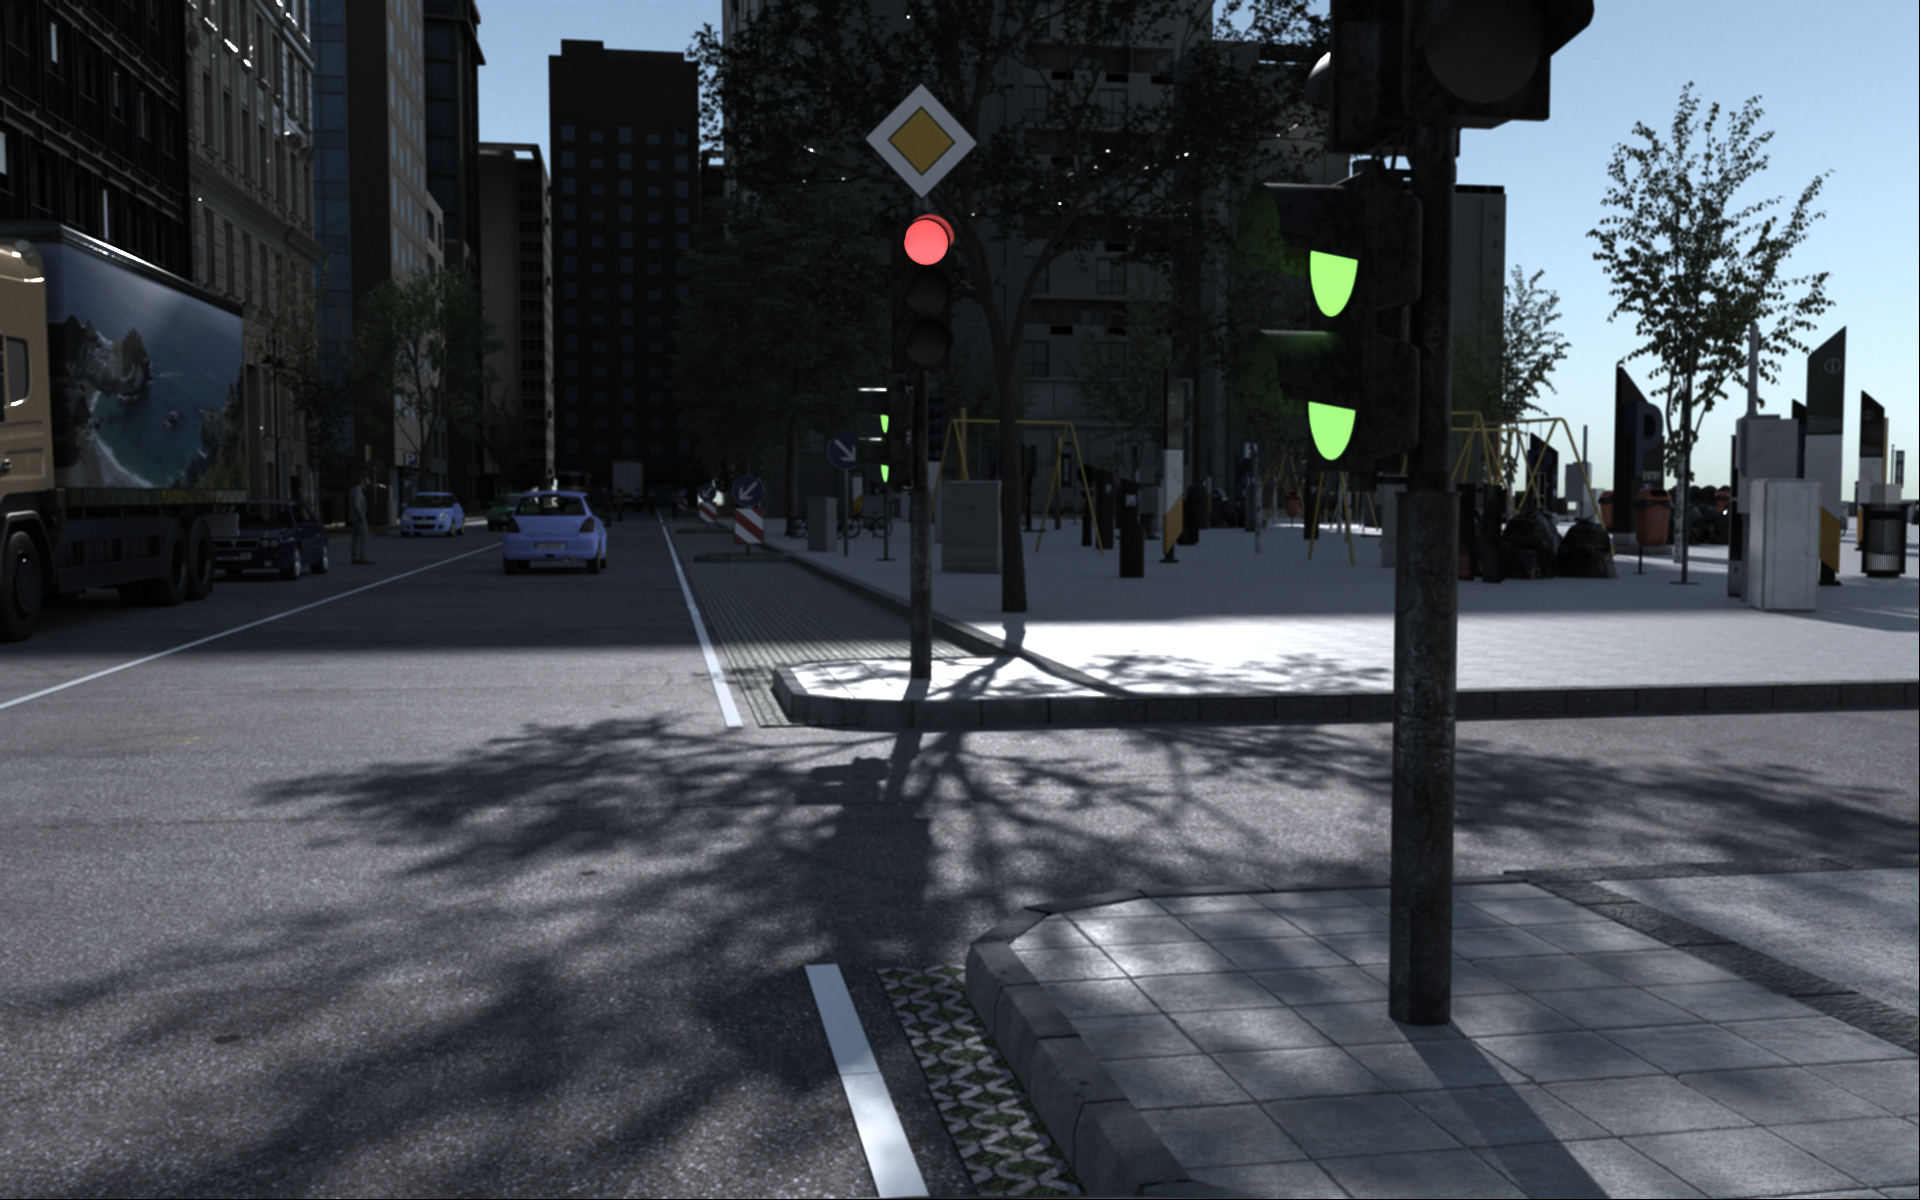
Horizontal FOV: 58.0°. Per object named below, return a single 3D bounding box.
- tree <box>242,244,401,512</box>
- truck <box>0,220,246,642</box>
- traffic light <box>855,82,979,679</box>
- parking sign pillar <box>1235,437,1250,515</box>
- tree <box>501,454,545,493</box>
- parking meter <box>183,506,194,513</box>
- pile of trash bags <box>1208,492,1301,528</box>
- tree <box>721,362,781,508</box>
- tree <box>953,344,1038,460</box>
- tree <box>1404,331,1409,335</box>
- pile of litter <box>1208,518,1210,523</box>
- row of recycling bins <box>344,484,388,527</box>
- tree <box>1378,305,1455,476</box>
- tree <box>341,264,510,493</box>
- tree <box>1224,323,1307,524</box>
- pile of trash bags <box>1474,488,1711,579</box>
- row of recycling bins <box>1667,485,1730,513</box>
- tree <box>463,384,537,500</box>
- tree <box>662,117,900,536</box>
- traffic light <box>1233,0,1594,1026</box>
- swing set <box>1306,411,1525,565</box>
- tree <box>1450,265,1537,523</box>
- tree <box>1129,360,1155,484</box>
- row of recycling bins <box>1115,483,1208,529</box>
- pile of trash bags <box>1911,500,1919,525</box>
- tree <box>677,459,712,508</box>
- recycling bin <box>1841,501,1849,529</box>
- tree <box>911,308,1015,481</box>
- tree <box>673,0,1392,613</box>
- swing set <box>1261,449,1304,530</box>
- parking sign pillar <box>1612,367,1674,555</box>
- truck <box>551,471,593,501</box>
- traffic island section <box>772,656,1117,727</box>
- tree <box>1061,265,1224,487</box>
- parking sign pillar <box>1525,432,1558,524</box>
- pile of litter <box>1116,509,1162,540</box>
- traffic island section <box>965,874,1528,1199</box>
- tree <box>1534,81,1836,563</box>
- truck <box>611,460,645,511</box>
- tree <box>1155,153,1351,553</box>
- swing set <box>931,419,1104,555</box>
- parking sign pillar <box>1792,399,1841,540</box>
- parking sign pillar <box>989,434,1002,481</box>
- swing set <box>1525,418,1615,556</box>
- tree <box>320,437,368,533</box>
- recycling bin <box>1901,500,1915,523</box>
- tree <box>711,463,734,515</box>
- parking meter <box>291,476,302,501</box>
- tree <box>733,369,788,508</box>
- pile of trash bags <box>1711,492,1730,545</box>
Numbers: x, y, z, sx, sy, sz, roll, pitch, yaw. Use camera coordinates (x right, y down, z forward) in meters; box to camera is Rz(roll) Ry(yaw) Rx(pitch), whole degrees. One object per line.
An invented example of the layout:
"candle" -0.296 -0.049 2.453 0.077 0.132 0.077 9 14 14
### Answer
"tree" -19.266 -6.210 51.902 4.360 8.622 3.978 0 3 0
"truck" -10.810 -1.896 19.910 2.839 4.237 11.283 -1 4 -10
"traffic light" -0.291 -1.411 11.993 0.839 4.253 0.868 -1 4 -10
"parking sign pillar" 13.256 -5.677 81.294 1.447 3.967 1.447 0 4 -2
"tree" -35.228 -9.477 138.666 4.285 4.588 4.351 0 3 0
"parking meter" -16.200 -1.698 36.168 0.372 1.533 0.369 0 3 0
"pile of trash bags" 11.121 -3.401 65.355 3.447 1.369 1.912 0 4 8
"tree" -10.835 -8.430 88.190 4.360 8.622 3.978 0 3 0
"tree" 1.819 -8.125 83.198 4.737 8.622 4.395 0 3 0
"tree" 17.770 -6.886 62.944 4.737 8.622 4.395 0 3 0
"pile of litter" 11.835 -3.891 77.590 1.719 0.858 1.176 1 4 10
"row of recycling bins" -23.671 -3.799 69.231 1.069 1.692 3.534 0 4 -2
"tree" 10.505 -5.836 45.780 4.360 8.622 3.978 0 3 0
"tree" -24.169 -9.308 77.937 9.928 11.665 9.643 0 3 0
"tree" 13.133 -7.509 73.131 4.737 8.622 4.395 0 3 0
"pile of trash bags" 9.596 -1.064 27.153 3.447 1.369 1.912 -1 4 -14
"row of recycling bins" 35.350 -4.627 82.765 1.069 1.692 3.534 -2 4 -29
"tree" -30.257 -9.985 113.625 4.737 8.622 4.395 0 3 0
"tree" -4.714 -8.228 52.658 7.486 12.596 7.792 0 3 0
"traffic light" 1.108 -0.930 4.131 0.839 4.253 0.868 -1 4 -10
"swing set" 8.531 -2.152 32.799 3.119 2.851 2.862 0 4 -5
"tree" 17.269 -6.396 54.940 4.737 8.622 4.395 0 3 0
"tree" 10.220 -8.289 85.885 4.360 8.622 3.978 0 3 0
"row of recycling bins" 7.418 -3.466 63.779 3.534 1.692 1.069 1 4 20
"pile of trash bags" 41.407 -3.883 73.247 1.912 1.369 3.447 3 4 36
"tree" -24.890 -10.932 162.452 4.285 4.588 4.351 0 3 0
"recycling bin" 32.001 -3.112 63.441 0.722 1.027 0.722 -2 4 -24
"tree" 0.003 -7.112 66.646 4.360 8.622 3.978 0 3 0
"tree" 0.668 -5.166 18.879 8.767 10.594 7.601 1 4 9
"swing set" 12.580 -3.869 60.878 3.119 2.851 2.862 -1 4 -23
"parking sign pillar" 14.540 -2.972 37.067 1.447 3.967 1.447 -3 4 -38
"truck" -32.935 -9.308 148.107 3.469 3.379 9.791 -1 4 -9
"traffic island section" -0.250 0.622 12.114 2.009 0.180 2.903 -1 4 -10
"tree" 5.446 -6.366 54.440 4.737 8.622 4.395 0 3 0
"parking sign pillar" 25.252 -5.303 75.170 1.447 3.967 1.447 -3 5 -40
"pile of litter" 5.067 -2.150 49.111 1.176 0.858 1.719 -1 4 -12
"traffic island section" 1.149 1.103 4.252 2.009 0.180 2.903 -1 4 -10
"tree" 13.583 -4.989 31.939 4.737 8.622 4.395 0 3 0
"truck" -27.995 -9.612 146.063 2.839 4.237 11.283 -1 4 -11
"tree" 6.486 -5.321 37.364 4.360 8.622 3.978 0 3 0
"swing set" 0.992 -2.396 36.798 3.119 2.851 2.862 -2 4 -27
"parking sign pillar" 23.979 -3.680 48.634 1.447 3.967 1.447 3 5 42
"parking sign pillar" 1.594 -5.381 76.454 1.447 3.967 1.447 0 4 -7
"swing set" 11.794 -2.405 36.940 2.862 2.851 3.119 -1 4 -18
"tree" -20.879 -3.863 57.756 1.663 3.219 1.824 0 3 0
"recycling bin" 42.598 -3.984 77.699 0.722 1.027 0.722 3 4 37
"tree" -14.599 -6.899 107.401 1.663 3.219 1.824 0 3 0
"parking meter" -21.332 -3.059 55.721 0.255 1.863 0.399 0 4 -2
"tree" -9.297 -8.061 82.153 4.737 8.622 4.395 0 3 0
"pile of trash bags" 18.088 -2.112 44.279 3.447 1.369 1.912 0 4 5
